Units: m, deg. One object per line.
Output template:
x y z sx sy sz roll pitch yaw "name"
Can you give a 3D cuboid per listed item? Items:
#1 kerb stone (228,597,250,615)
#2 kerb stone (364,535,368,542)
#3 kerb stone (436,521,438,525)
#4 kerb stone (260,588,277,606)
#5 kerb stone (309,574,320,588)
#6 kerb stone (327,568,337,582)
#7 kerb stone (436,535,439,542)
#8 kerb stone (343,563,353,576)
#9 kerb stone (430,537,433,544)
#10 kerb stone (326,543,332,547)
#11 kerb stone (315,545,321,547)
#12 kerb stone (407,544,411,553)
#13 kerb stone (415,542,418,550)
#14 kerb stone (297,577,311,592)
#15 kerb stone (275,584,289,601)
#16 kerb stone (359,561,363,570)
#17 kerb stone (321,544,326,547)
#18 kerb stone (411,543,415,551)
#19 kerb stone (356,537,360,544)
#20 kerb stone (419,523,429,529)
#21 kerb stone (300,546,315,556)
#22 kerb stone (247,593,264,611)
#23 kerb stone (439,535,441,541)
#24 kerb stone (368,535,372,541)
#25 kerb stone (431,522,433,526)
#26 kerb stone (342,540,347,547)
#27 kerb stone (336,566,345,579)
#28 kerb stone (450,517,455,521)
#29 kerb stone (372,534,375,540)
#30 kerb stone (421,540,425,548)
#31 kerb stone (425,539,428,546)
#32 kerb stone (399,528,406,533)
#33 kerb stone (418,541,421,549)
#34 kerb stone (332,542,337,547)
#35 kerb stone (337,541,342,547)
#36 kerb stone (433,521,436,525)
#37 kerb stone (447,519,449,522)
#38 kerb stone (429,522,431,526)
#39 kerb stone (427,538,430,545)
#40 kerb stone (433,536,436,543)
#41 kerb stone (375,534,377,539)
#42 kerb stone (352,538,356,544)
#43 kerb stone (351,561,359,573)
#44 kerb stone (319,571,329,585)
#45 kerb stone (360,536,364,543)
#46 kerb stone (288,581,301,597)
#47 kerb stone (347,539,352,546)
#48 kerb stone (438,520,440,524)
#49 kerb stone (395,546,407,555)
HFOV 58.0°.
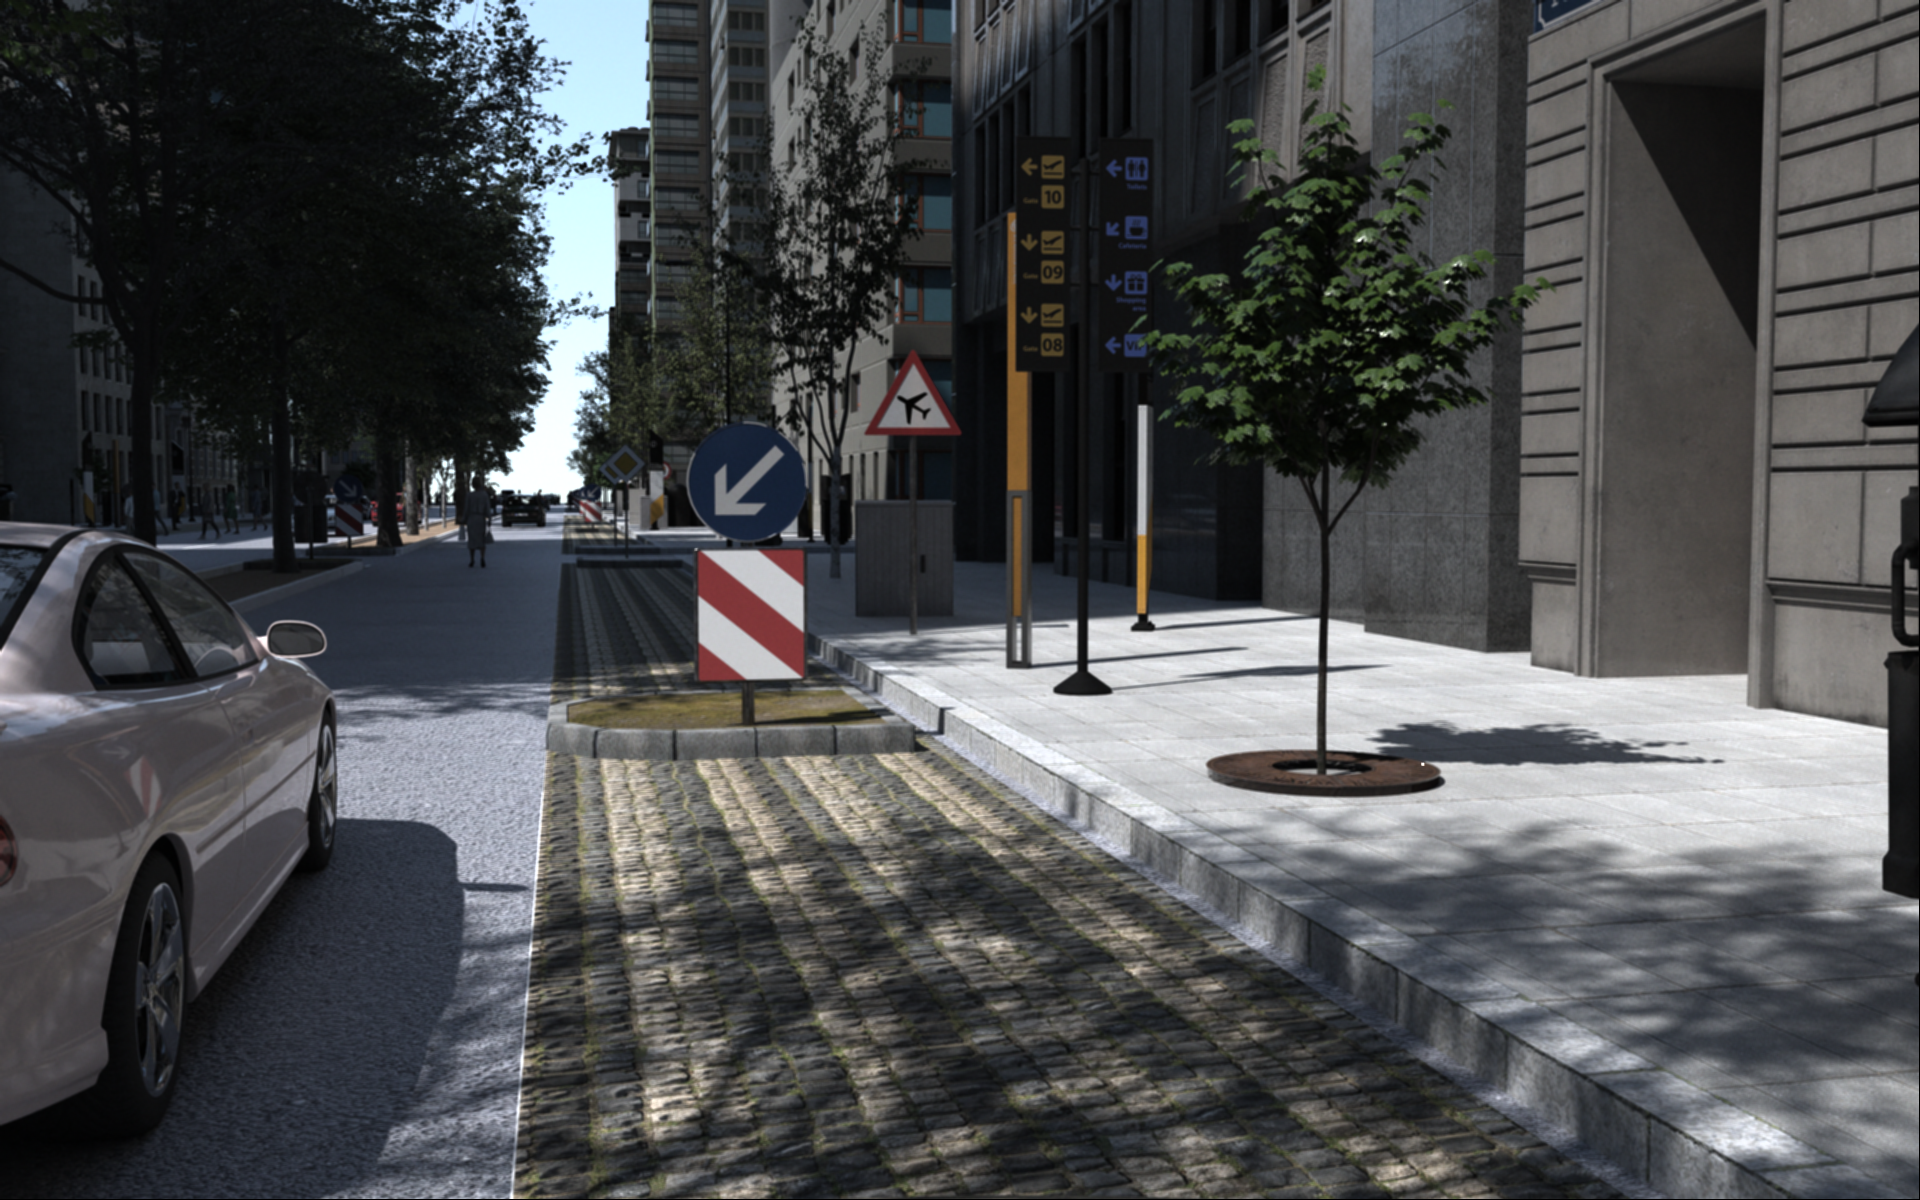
-8.591 0.103 20.505 0.120 0.150 1.000 -1 4 -13 "kerb stone"
-17.827 -1.799 51.604 0.120 0.150 1.000 -1 4 -13 "kerb stone"
-24.189 -3.505 79.579 0.120 0.150 1.000 -1 4 -13 "kerb stone"
-9.049 -0.019 22.500 0.120 0.150 1.000 -1 4 -13 "kerb stone"
-9.955 -0.263 26.489 0.120 0.150 1.000 -1 4 -13 "kerb stone"
-10.412 -0.385 28.488 0.120 0.150 1.000 -1 4 -13 "kerb stone"
-15.550 -1.766 51.071 0.120 0.150 1.000 -1 4 -13 "kerb stone"
-10.866 -0.508 30.497 0.120 0.150 1.000 -1 4 -13 "kerb stone"
-15.097 -1.643 49.078 0.120 0.150 1.000 -1 4 -13 "kerb stone"
-16.005 -1.309 43.607 0.120 0.150 1.000 -1 4 -13 "kerb stone"
-15.548 -1.187 41.604 0.120 0.150 1.000 -1 4 -13 "kerb stone"
-13.505 -1.216 42.082 0.120 0.150 1.000 -1 4 -13 "kerb stone"
-13.960 -1.336 44.082 0.120 0.150 1.000 -1 4 -13 "kerb stone"
-9.730 -0.202 25.492 0.120 0.150 1.000 -1 4 -13 "kerb stone"
-9.276 -0.080 23.498 0.120 0.150 1.000 -1 4 -13 "kerb stone"
-11.329 -0.631 32.506 0.120 0.150 1.000 -1 4 -13 "kerb stone"
-15.783 -1.248 42.599 0.120 0.150 1.000 -1 4 -13 "kerb stone"
-13.726 -1.270 43.088 0.120 0.150 1.000 -1 4 -13 "kerb stone"
-17.371 -1.675 49.606 0.120 0.150 1.000 -1 4 -13 "kerb stone"
-23.067 -3.200 74.585 0.120 0.150 1.000 -1 4 -13 "kerb stone"
-15.322 -1.126 40.598 0.120 0.150 1.000 -1 4 -13 "kerb stone"
-8.822 0.042 21.501 0.120 0.150 1.000 -1 4 -13 "kerb stone"
-15.786 -1.828 52.084 0.120 0.150 1.000 -1 4 -13 "kerb stone"
-18.059 -1.860 52.606 0.120 0.150 1.000 -1 4 -13 "kerb stone"
-23.516 -3.327 76.584 0.120 0.150 1.000 -1 4 -13 "kerb stone"
-16.694 -1.493 46.601 0.120 0.150 1.000 -1 4 -13 "kerb stone"
-10.645 -0.442 29.490 0.120 0.150 1.000 -1 4 -13 "kerb stone"
-26.923 -4.243 91.567 0.120 0.150 1.000 -1 4 -13 "kerb stone"
-18.291 -1.921 53.602 0.120 0.150 1.000 -1 4 -13 "kerb stone"
-14.417 -1.461 46.080 0.120 0.150 1.000 -1 4 -13 "kerb stone"
-14.645 -1.522 47.076 0.120 0.150 1.000 -1 4 -13 "kerb stone"
-20.787 -2.590 64.594 0.120 0.150 1.000 -1 4 -13 "kerb stone"
-14.188 -1.400 45.081 0.120 0.150 1.000 -1 4 -13 "kerb stone"
-16.236 -1.366 44.609 0.120 0.150 1.000 -1 4 -13 "kerb stone"
-16.468 -1.428 45.604 0.120 0.150 1.000 -1 4 -13 "kerb stone"
-23.973 -3.449 78.579 0.120 0.150 1.000 -1 4 -13 "kerb stone"
-25.791 -3.935 86.575 0.120 0.150 1.000 -1 4 -13 "kerb stone"
-23.284 -3.262 75.584 0.120 0.150 1.000 -1 4 -13 "kerb stone"
-14.874 -1.583 48.081 0.120 0.150 1.000 -1 4 -13 "kerb stone"
-15.331 -1.705 50.073 0.120 0.150 1.000 -1 4 -13 "kerb stone"
-18.509 -1.982 54.603 0.120 0.150 1.000 -1 4 -13 "kerb stone"
-17.155 -1.615 48.602 0.120 0.150 1.000 -1 4 -13 "kerb stone"
-11.099 -0.569 31.499 0.120 0.150 1.000 -1 4 -13 "kerb stone"
-10.185 -0.322 27.488 0.120 0.150 1.000 -1 4 -13 "kerb stone"
-17.602 -1.736 50.607 0.120 0.150 1.000 -1 4 -13 "kerb stone"
-9.500 -0.136 24.496 0.120 0.150 1.000 -1 4 -13 "kerb stone"
-16.911 -1.552 47.600 0.120 0.150 1.000 -1 4 -13 "kerb stone"
-24.425 -3.571 80.574 0.120 0.150 1.000 -1 4 -13 "kerb stone"
-13.283 -1.155 41.079 0.120 0.150 1.000 -1 4 -13 "kerb stone"
